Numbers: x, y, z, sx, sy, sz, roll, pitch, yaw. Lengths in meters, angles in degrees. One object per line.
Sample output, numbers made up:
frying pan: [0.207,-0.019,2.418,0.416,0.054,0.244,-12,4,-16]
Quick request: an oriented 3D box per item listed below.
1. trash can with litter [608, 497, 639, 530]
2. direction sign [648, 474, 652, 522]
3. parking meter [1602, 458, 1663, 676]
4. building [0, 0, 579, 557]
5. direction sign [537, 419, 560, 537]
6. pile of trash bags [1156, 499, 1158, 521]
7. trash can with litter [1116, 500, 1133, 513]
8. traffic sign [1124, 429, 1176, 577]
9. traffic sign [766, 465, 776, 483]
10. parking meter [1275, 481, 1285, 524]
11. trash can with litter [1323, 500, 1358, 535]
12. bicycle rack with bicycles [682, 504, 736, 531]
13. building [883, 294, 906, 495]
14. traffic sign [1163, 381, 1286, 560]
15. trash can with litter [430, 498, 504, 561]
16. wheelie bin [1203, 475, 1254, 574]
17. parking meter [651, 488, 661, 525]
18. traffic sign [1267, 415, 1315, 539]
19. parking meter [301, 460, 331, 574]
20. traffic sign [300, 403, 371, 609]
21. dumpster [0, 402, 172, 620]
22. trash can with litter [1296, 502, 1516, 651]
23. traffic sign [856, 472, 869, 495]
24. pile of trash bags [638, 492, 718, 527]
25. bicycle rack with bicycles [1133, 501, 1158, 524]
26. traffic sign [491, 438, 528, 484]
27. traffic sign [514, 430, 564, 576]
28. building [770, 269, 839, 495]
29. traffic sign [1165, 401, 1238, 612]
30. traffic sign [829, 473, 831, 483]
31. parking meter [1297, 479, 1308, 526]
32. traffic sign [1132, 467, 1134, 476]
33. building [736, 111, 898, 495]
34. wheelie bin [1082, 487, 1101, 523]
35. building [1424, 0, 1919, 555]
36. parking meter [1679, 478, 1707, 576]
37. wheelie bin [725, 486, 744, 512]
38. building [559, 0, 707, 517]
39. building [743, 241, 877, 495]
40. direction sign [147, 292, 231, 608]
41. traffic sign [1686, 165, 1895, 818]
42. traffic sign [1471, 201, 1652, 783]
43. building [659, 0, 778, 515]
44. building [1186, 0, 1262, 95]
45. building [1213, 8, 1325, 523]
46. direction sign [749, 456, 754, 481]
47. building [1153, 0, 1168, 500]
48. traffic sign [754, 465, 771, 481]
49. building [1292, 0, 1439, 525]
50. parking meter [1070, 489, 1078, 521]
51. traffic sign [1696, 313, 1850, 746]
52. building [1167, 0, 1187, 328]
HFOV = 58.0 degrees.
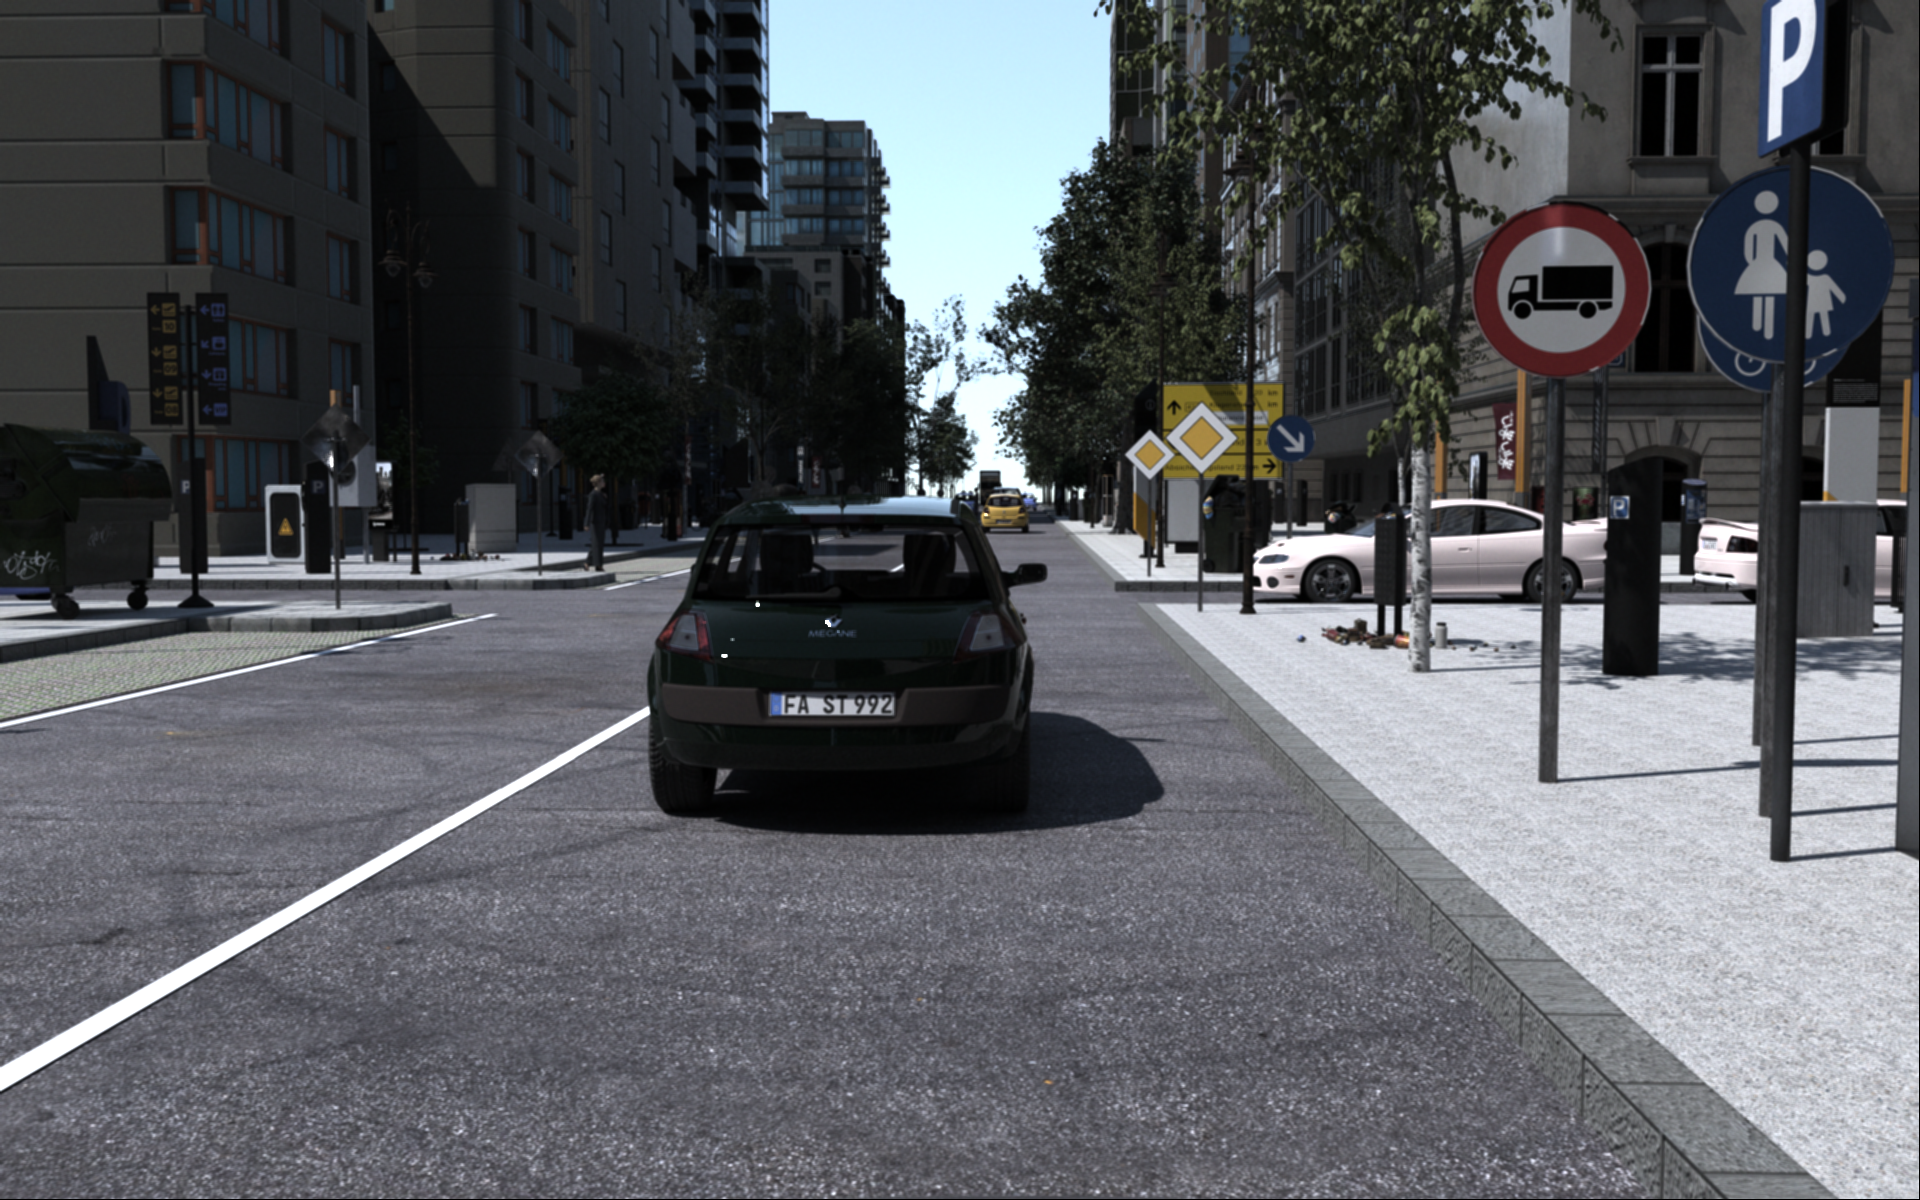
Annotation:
trash can with litter: [-11.945,-3.063,61.463,0.624,1.170,1.055,2,4,34]
direction sign: [-13.995,-5.288,78.449,0.379,3.537,0.876,-1,4,-15]
parking meter: [4.785,-0.239,12.321,0.372,1.533,0.369,0,3,0]
building: [-28.318,-12.510,49.576,27.650,21.520,28.899,0,4,2]
direction sign: [-12.354,-3.689,52.320,0.379,3.537,0.876,3,5,43]
pile of trash bags: [9.210,-4.560,84.302,3.447,1.369,1.912,0,4,7]
trash can with litter: [6.583,-3.489,68.425,0.624,1.170,1.055,1,4,19]
traffic sign: [2.931,-1.417,26.805,0.795,2.450,0.064,0,4,2]
traffic sign: [-8.541,-4.698,76.916,0.768,2.556,0.104,0,4,6]
parking meter: [13.876,-4.247,75.155,0.399,1.863,0.255,1,4,17]
trash can with litter: [6.552,-1.173,30.564,0.624,1.170,1.055,-1,4,-17]
bicycle rack with bicycles: [-8.248,-2.871,60.322,2.925,0.926,2.852,-3,5,-44]
building: [-15.230,-29.086,247.249,14.160,30.474,14.107,0,4,2]
traffic sign: [4.746,-2.297,31.433,2.265,3.308,0.079,1,4,12]
trash can with litter: [-9.557,-1.405,34.033,1.678,1.210,2.233,0,4,2]
wheelie bin: [4.368,-1.241,28.195,0.693,1.594,0.980,3,5,41]
parking meter: [-12.801,-3.948,72.953,0.372,1.533,0.369,0,3,0]
traffic sign: [5.330,-1.704,27.969,0.768,2.556,0.104,0,4,5]
parking meter: [-10.385,-1.359,27.925,0.399,1.863,0.255,-2,4,-34]
traffic sign: [-6.920,-0.953,19.221,0.795,2.450,0.064,0,4,2]
dumpster: [-9.535,-0.968,18.326,1.502,2.255,1.985,0,4,2]
trash can with litter: [3.753,-0.249,15.134,1.678,1.210,2.233,0,4,-2]
traffic sign: [-5.755,-6.239,102.118,0.768,2.556,0.104,0,4,7]
pile of trash bags: [-10.928,-3.520,67.312,3.447,1.369,1.912,0,4,7]
bicycle rack with bicycles: [8.848,-3.678,73.519,2.925,0.926,2.852,-3,4,-36]
traffic sign: [-10.352,-2.433,39.791,0.884,2.594,0.081,1,4,8]
traffic sign: [-6.605,-1.441,27.200,0.795,2.450,0.064,0,4,2]
building: [-25.736,-18.570,148.666,27.650,21.520,28.899,0,4,2]
traffic sign: [2.616,-0.929,18.826,0.795,2.450,0.064,0,4,2]
traffic sign: [-7.631,-5.967,97.671,0.768,2.556,0.104,0,4,3]
parking meter: [13.633,-3.872,69.010,0.399,1.863,0.255,-3,5,-39]
traffic sign: [7.108,-4.131,67.654,0.768,2.556,0.104,1,4,9]
building: [-20.543,-36.961,223.917,23.786,49.044,30.456,0,4,2]
wheelie bin: [5.928,-4.280,77.882,0.693,1.594,0.980,-3,5,-43]
building: [29.628,-13.515,40.060,34.723,24.649,14.460,0,4,2]
parking meter: [11.605,-1.162,27.408,0.372,1.533,0.369,0,3,0]
wheelie bin: [-8.359,-3.432,64.027,0.693,1.594,0.980,-1,4,-12]
building: [-28.768,-30.481,87.597,28.713,52.752,27.495,0,4,2]
building: [-17.300,-26.324,202.100,14.160,30.474,14.107,0,4,2]
direction sign: [-8.679,-1.686,19.564,0.876,3.537,0.379,0,4,-4]
traffic sign: [3.224,-0.410,6.815,0.768,2.556,0.104,0,4,7]
traffic sign: [2.622,-0.461,7.644,0.768,2.556,0.104,0,4,5]
building: [-23.910,-49.176,116.694,22.319,86.520,31.000,0,4,2]
building: [23.066,-28.693,119.248,14.600,45.320,14.200,0,4,2]
building: [20.435,-17.827,88.738,12.463,27.353,25.104,0,4,2]
direction sign: [-12.534,-6.769,102.671,0.876,3.537,0.379,3,4,37]
building: [27.729,-37.431,154.000,21.231,58.520,28.212,0,4,2]
traffic sign: [-8.728,-4.675,76.548,0.768,2.556,0.104,1,4,9]
building: [21.059,-16.541,63.949,14.314,27.812,24.014,0,4,2]
parking meter: [5.463,-4.545,82.728,0.372,1.533,0.369,0,3,0]
traffic sign: [4.089,-0.530,8.766,0.768,2.556,0.104,0,4,6]
building: [22.789,-27.518,133.511,14.154,41.232,14.086,0,4,2]
